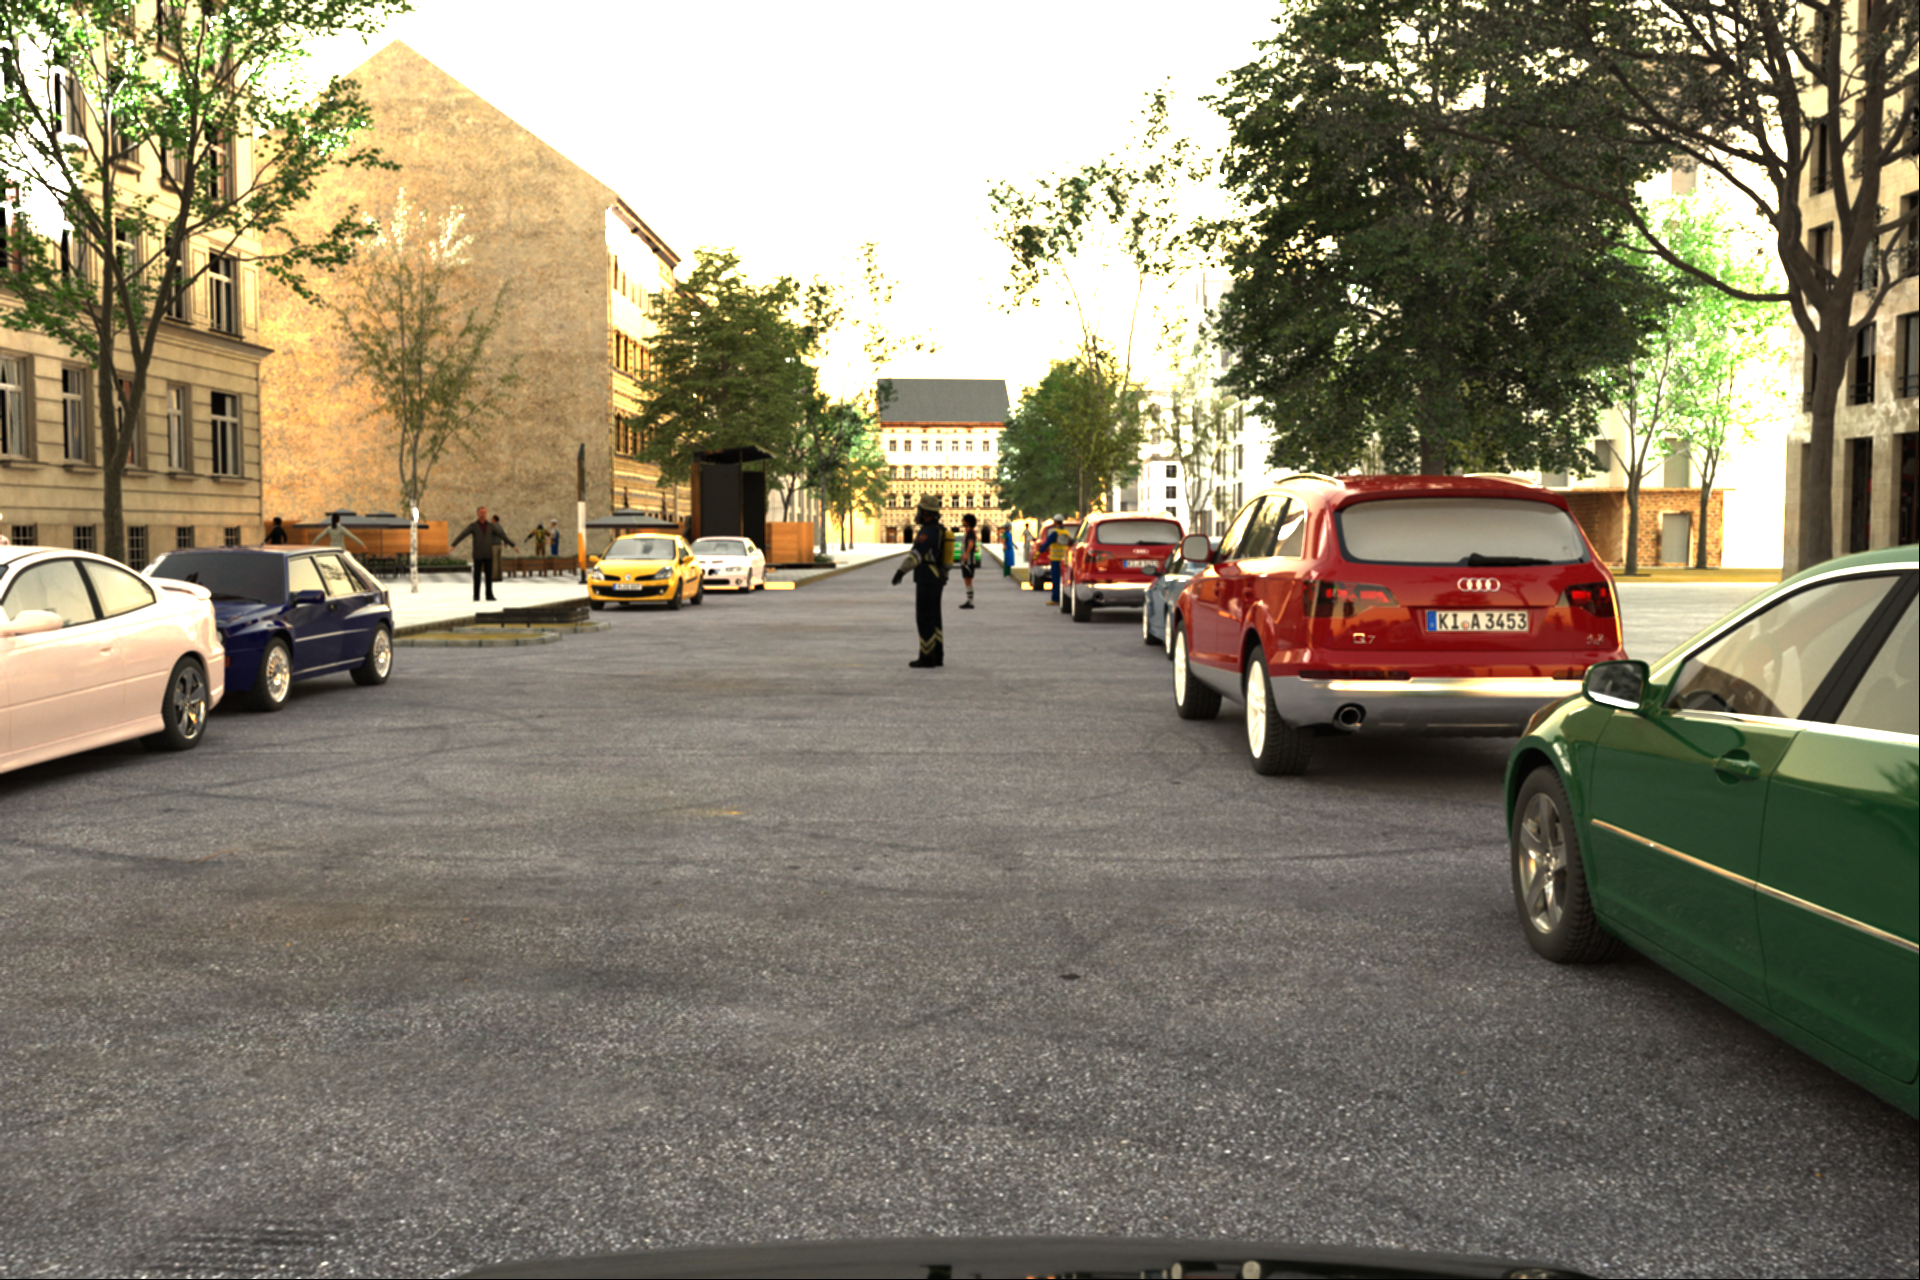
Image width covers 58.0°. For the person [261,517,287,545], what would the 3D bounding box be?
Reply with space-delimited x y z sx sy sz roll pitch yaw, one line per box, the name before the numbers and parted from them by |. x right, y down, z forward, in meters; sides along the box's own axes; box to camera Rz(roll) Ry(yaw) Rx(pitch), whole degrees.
person | -18.716 -2.481 47.282 0.721 1.740 1.216 1 4 10

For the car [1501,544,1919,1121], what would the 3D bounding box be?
car | 2.872 0.451 4.418 2.131 1.459 4.920 0 4 0

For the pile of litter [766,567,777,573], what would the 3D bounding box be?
pile of litter | -6.711 -2.690 57.941 1.176 0.858 1.719 0 4 -1

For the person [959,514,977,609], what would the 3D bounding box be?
person | 0.136 -1.516 33.390 0.704 1.843 1.345 0 4 -2

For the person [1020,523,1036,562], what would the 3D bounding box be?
person | 3.085 -4.445 78.869 0.705 1.806 1.347 3 4 37

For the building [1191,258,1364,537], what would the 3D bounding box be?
building | 22.053 -16.471 125.728 16.016 20.090 11.380 0 4 0

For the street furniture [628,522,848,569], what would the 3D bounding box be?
street furniture | -8.423 -3.616 65.984 9.812 1.723 11.010 -3 5 -41

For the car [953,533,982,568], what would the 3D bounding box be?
car | -0.017 -4.024 74.586 1.959 1.807 4.718 0 4 -1

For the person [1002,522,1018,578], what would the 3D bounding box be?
person | 1.599 -2.936 56.583 0.704 1.817 1.347 1 4 19

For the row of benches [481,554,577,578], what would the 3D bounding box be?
row of benches | -12.961 -2.215 51.680 1.422 0.672 4.104 2 4 25

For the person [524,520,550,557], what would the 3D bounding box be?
person | -17.485 -4.062 72.183 1.354 1.858 0.705 0 4 -8

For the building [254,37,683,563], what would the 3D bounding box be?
building | -24.908 -15.618 86.279 19.493 23.208 18.063 0 4 0

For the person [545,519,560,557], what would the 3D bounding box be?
person | -15.297 -3.630 65.203 0.705 1.847 1.347 0 4 6

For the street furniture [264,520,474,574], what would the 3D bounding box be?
street furniture | -21.109 -3.065 56.967 11.010 1.723 9.812 3 5 42

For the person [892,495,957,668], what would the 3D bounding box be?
person | -0.357 -0.640 18.701 0.705 1.856 1.354 1 4 22

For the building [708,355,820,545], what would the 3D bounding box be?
building | -24.474 -19.141 179.421 16.747 18.905 31.486 0 4 1

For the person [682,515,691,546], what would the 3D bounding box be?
person | -7.762 -2.647 49.404 0.705 1.813 1.348 1 4 13

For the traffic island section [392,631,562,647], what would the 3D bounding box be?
traffic island section | -6.388 -0.006 22.959 1.991 0.108 1.994 0 4 1

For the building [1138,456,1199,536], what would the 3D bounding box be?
building | 25.038 -14.927 186.199 9.099 9.664 28.070 0 4 0

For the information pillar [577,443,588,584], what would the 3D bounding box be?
information pillar | -9.700 -3.247 44.437 0.183 3.616 0.504 0 3 0

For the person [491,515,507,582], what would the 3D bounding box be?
person | -12.523 -2.471 46.670 0.705 1.796 1.348 1 4 16

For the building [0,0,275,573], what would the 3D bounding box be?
building | -28.381 -12.555 37.302 16.112 23.069 30.059 0 4 1

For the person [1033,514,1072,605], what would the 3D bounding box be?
person | 1.965 -1.626 35.009 0.705 1.833 1.349 3 5 40

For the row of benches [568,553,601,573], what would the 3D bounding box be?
row of benches | -11.036 -2.566 57.418 4.104 0.672 1.422 -2 4 -24

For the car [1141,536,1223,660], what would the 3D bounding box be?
car | 3.238 -0.546 20.923 2.014 1.417 4.499 0 4 1

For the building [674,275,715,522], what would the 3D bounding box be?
building | -26.251 -16.881 106.935 19.493 23.208 18.063 0 4 1

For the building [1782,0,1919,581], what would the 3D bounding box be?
building | 24.953 -10.936 32.688 10.420 20.400 16.860 0 4 0

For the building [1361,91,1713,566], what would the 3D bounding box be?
building | 24.104 -13.700 80.423 16.016 20.090 11.380 0 4 0

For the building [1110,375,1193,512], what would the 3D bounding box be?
building | 23.585 -21.866 213.933 16.016 20.090 11.380 0 3 0

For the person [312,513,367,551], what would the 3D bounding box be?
person | -13.418 -1.868 37.378 1.217 1.735 0.721 0 4 -2

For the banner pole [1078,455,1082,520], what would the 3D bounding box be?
banner pole | 3.797 -3.958 54.725 0.401 3.779 0.863 0 4 -1

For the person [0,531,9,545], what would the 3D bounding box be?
person | -19.319 -1.556 34.670 0.799 1.438 0.628 2 4 26

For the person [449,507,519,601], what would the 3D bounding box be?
person | -9.185 -1.662 33.356 1.348 1.807 0.705 -2 4 -30

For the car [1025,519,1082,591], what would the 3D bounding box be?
car | 2.860 -2.245 45.373 2.281 1.827 5.304 0 4 1

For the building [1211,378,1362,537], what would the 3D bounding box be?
building | 20.739 -9.534 98.020 9.099 9.664 28.070 0 3 0

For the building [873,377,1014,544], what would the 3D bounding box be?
building | -2.625 -24.993 242.022 18.063 23.208 19.493 0 4 -5
